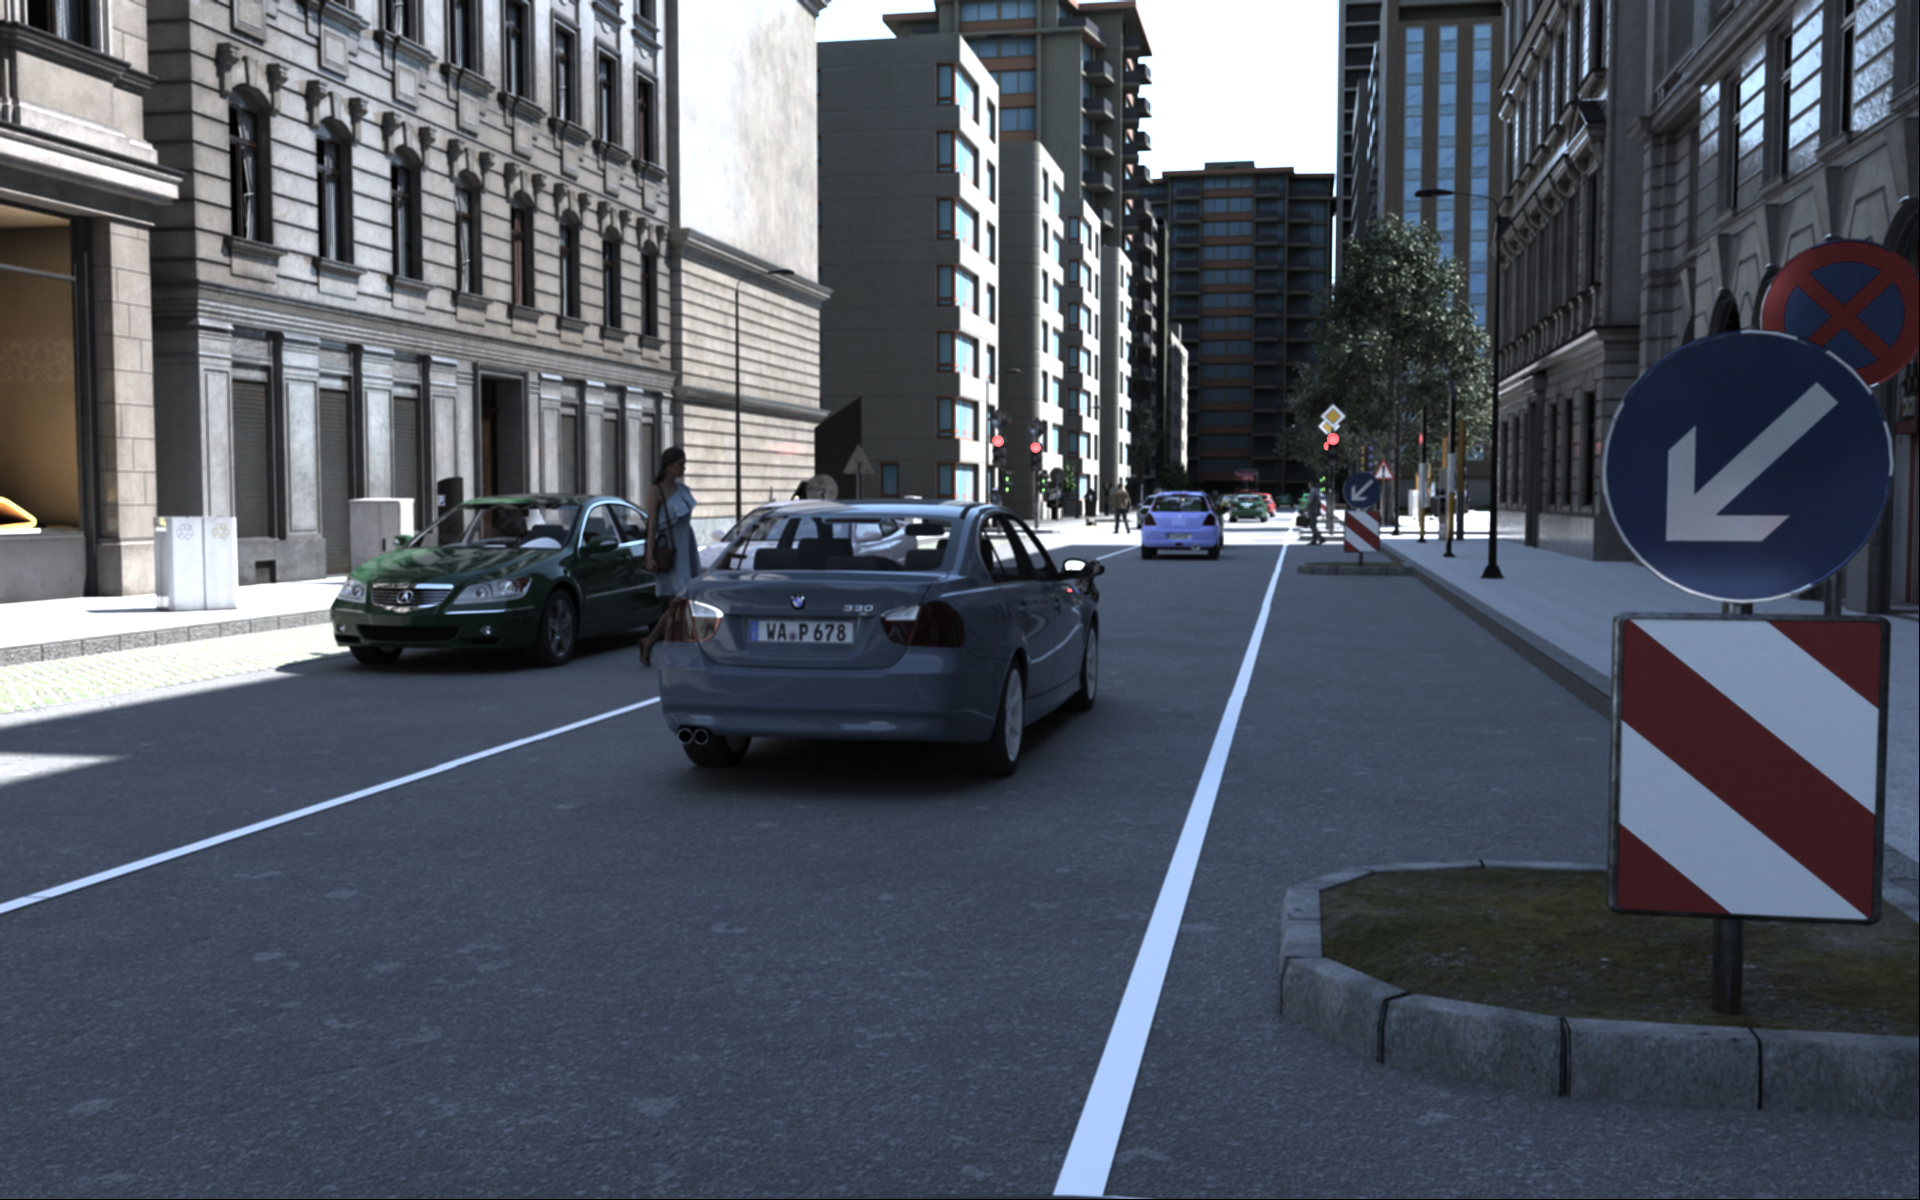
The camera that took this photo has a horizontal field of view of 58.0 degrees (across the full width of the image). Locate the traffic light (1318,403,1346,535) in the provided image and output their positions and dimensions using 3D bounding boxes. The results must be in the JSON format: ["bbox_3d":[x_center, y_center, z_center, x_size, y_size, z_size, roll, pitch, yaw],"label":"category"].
[{"bbox_3d":[11.559,-3.971,53.843,0.839,4.253,0.868,1,4,11],"label":"traffic light"}]

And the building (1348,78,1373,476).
[{"bbox_3d":[54.501,-34.765,192.114,21.300,48.544,21.600,1,4,11],"label":"building"}]

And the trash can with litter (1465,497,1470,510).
[{"bbox_3d":[38.811,-7.424,132.766,0.624,1.170,1.055,1,4,8],"label":"trash can with litter"}]

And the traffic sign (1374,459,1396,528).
[{"bbox_3d":[15.795,-3.953,64.629,0.884,2.594,0.081,1,4,17],"label":"traffic sign"}]

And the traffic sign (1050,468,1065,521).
[{"bbox_3d":[4.670,-5.086,83.263,0.768,2.556,0.104,1,4,18],"label":"traffic sign"}]

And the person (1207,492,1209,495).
[{"bbox_3d":[31.194,-12.795,218.426,0.721,1.735,1.217,-1,4,-23],"label":"person"}]

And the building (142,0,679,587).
[{"bbox_3d":[-12.976,-11.197,32.219,9.793,20.994,18.267,1,4,11],"label":"building"}]

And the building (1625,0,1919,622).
[{"bbox_3d":[15.739,-10.794,18.287,13.314,21.916,24.055,1,4,11],"label":"building"}]

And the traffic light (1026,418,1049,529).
[{"bbox_3d":[2.839,-4.572,63.681,0.839,4.253,0.868,1,4,11],"label":"traffic light"}]

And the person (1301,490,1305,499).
[{"bbox_3d":[29.954,-8.691,151.143,0.434,1.755,0.990,2,4,27],"label":"person"}]

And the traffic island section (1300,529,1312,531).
[{"bbox_3d":[13.143,-2.416,61.783,2.009,0.180,2.903,1,4,11],"label":"traffic island section"}]

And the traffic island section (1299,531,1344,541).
[{"bbox_3d":[11.596,-1.937,53.949,2.009,0.180,2.903,1,4,11],"label":"traffic island section"}]

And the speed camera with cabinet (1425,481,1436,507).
[{"bbox_3d":[34.218,-7.996,125.075,0.660,3.252,2.038,-1,4,-11],"label":"speed camera with cabinet"}]

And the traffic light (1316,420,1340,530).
[{"bbox_3d":[13.106,-4.450,61.677,0.839,4.253,0.868,1,4,11],"label":"traffic light"}]

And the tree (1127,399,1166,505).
[{"bbox_3d":[13.886,-11.245,134.223,4.360,8.622,3.978,0,3,0],"label":"tree"}]

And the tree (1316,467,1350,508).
[{"bbox_3d":[35.646,-11.135,165.769,4.285,4.588,4.351,0,3,0],"label":"tree"}]

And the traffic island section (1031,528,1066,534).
[{"bbox_3d":[2.802,-2.541,63.823,2.009,0.180,2.903,1,4,11],"label":"traffic island section"}]

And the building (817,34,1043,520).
[{"bbox_3d":[-10.780,-14.509,82.262,27.650,21.520,28.899,1,4,11],"label":"building"}]

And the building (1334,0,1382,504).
[{"bbox_3d":[59.571,-48.198,226.285,20.611,71.187,20.563,1,4,11],"label":"building"}]

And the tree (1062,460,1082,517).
[{"bbox_3d":[6.077,-6.236,96.559,1.663,3.219,1.824,0,3,0],"label":"tree"}]

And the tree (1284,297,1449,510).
[{"bbox_3d":[23.512,-11.417,97.036,12.009,13.543,11.850,0,3,0],"label":"tree"}]

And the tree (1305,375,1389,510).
[{"bbox_3d":[30.884,-12.828,135.495,9.928,11.665,9.643,0,3,0],"label":"tree"}]

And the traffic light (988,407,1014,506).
[{"bbox_3d":[1.292,-4.093,55.846,0.839,4.253,0.868,1,4,11],"label":"traffic light"}]

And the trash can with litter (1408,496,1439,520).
[{"bbox_3d":[22.875,-4.512,84.832,2.233,1.210,1.678,0,4,-7],"label":"trash can with litter"}]

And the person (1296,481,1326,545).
[{"bbox_3d":[9.947,-2.463,48.896,0.853,1.813,0.709,2,4,24],"label":"person"}]

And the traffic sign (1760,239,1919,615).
[{"bbox_3d":[4.435,-0.530,8.766,0.768,2.556,0.104,1,4,17],"label":"traffic sign"}]

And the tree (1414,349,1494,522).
[{"bbox_3d":[22.947,-7.922,79.888,4.737,8.622,4.395,0,3,0],"label":"tree"}]

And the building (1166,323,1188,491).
[{"bbox_3d":[10.810,-21.701,199.856,28.899,21.520,27.650,1,4,11],"label":"building"}]

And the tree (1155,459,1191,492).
[{"bbox_3d":[19.787,-10.815,160.538,4.285,4.588,4.351,0,3,0],"label":"tree"}]

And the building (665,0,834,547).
[{"bbox_3d":[-21.746,-14.119,49.935,34.723,24.649,14.460,1,4,11],"label":"building"}]

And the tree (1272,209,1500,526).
[{"bbox_3d":[17.512,-9.355,69.956,9.611,12.733,9.660,0,3,0],"label":"tree"}]

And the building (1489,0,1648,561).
[{"bbox_3d":[18.465,-10.755,40.473,10.561,19.102,19.286,1,4,11],"label":"building"}]

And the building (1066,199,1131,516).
[{"bbox_3d":[-3.548,-16.718,118.377,27.650,21.520,28.899,1,4,11],"label":"building"}]

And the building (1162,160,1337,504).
[{"bbox_3d":[35.055,-35.230,230.630,28.867,44.769,22.147,1,4,11],"label":"building"}]

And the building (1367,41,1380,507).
[{"bbox_3d":[50.700,-33.440,166.357,23.786,49.044,30.456,1,4,11],"label":"building"}]

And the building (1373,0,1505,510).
[{"bbox_3d":[42.314,-30.279,145.173,14.600,45.320,14.200,1,4,11],"label":"building"}]

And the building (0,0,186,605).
[{"bbox_3d":[-18.424,-9.317,3.245,10.553,20.767,40.483,1,4,11],"label":"building"}]

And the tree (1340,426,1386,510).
[{"bbox_3d":[25.091,-9.630,107.813,4.360,8.622,3.978,0,3,0],"label":"tree"}]

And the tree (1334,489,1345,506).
[{"bbox_3d":[41.351,-11.840,188.189,1.663,3.219,1.824,0,3,0],"label":"tree"}]

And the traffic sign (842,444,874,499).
[{"bbox_3d":[-2.665,-2.767,45.245,0.884,2.594,0.081,1,4,17],"label":"traffic sign"}]

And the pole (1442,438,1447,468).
[{"bbox_3d":[17.479,-4.204,62.577,0.158,3.312,0.155,0,3,0],"label":"pole"}]

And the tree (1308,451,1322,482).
[{"bbox_3d":[44.582,-15.920,210.646,4.737,8.622,4.395,0,3,0],"label":"tree"}]

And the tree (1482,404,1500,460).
[{"bbox_3d":[36.323,-10.150,116.319,4.360,8.622,3.978,0,3,0],"label":"tree"}]

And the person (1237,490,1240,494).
[{"bbox_3d":[28.192,-10.182,175.115,0.705,1.807,1.348,0,4,1],"label":"person"}]

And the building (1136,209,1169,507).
[{"bbox_3d":[13.471,-24.691,175.396,14.160,30.474,14.107,1,4,11],"label":"building"}]

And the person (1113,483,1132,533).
[{"bbox_3d":[5.917,-3.345,63.102,0.656,1.842,0.836,-2,4,-35],"label":"person"}]

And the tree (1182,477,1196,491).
[{"bbox_3d":[25.266,-11.908,189.289,1.663,3.219,1.824,0,3,0],"label":"tree"}]

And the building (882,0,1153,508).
[{"bbox_3d":[5.424,-30.585,154.683,22.147,44.769,28.867,1,4,11],"label":"building"}]

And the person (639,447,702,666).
[{"bbox_3d":[-2.371,-0.332,14.018,0.778,1.811,0.616,2,4,35],"label":"person"}]

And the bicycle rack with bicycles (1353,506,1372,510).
[{"bbox_3d":[28.576,-6.599,121.275,2.925,0.926,2.852,0,4,-5],"label":"bicycle rack with bicycles"}]

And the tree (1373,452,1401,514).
[{"bbox_3d":[19.320,-5.184,79.353,1.663,3.219,1.824,0,3,0],"label":"tree"}]

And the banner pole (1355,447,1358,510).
[{"bbox_3d":[19.332,-5.773,84.412,0.401,3.779,0.863,1,4,16],"label":"banner pole"}]
